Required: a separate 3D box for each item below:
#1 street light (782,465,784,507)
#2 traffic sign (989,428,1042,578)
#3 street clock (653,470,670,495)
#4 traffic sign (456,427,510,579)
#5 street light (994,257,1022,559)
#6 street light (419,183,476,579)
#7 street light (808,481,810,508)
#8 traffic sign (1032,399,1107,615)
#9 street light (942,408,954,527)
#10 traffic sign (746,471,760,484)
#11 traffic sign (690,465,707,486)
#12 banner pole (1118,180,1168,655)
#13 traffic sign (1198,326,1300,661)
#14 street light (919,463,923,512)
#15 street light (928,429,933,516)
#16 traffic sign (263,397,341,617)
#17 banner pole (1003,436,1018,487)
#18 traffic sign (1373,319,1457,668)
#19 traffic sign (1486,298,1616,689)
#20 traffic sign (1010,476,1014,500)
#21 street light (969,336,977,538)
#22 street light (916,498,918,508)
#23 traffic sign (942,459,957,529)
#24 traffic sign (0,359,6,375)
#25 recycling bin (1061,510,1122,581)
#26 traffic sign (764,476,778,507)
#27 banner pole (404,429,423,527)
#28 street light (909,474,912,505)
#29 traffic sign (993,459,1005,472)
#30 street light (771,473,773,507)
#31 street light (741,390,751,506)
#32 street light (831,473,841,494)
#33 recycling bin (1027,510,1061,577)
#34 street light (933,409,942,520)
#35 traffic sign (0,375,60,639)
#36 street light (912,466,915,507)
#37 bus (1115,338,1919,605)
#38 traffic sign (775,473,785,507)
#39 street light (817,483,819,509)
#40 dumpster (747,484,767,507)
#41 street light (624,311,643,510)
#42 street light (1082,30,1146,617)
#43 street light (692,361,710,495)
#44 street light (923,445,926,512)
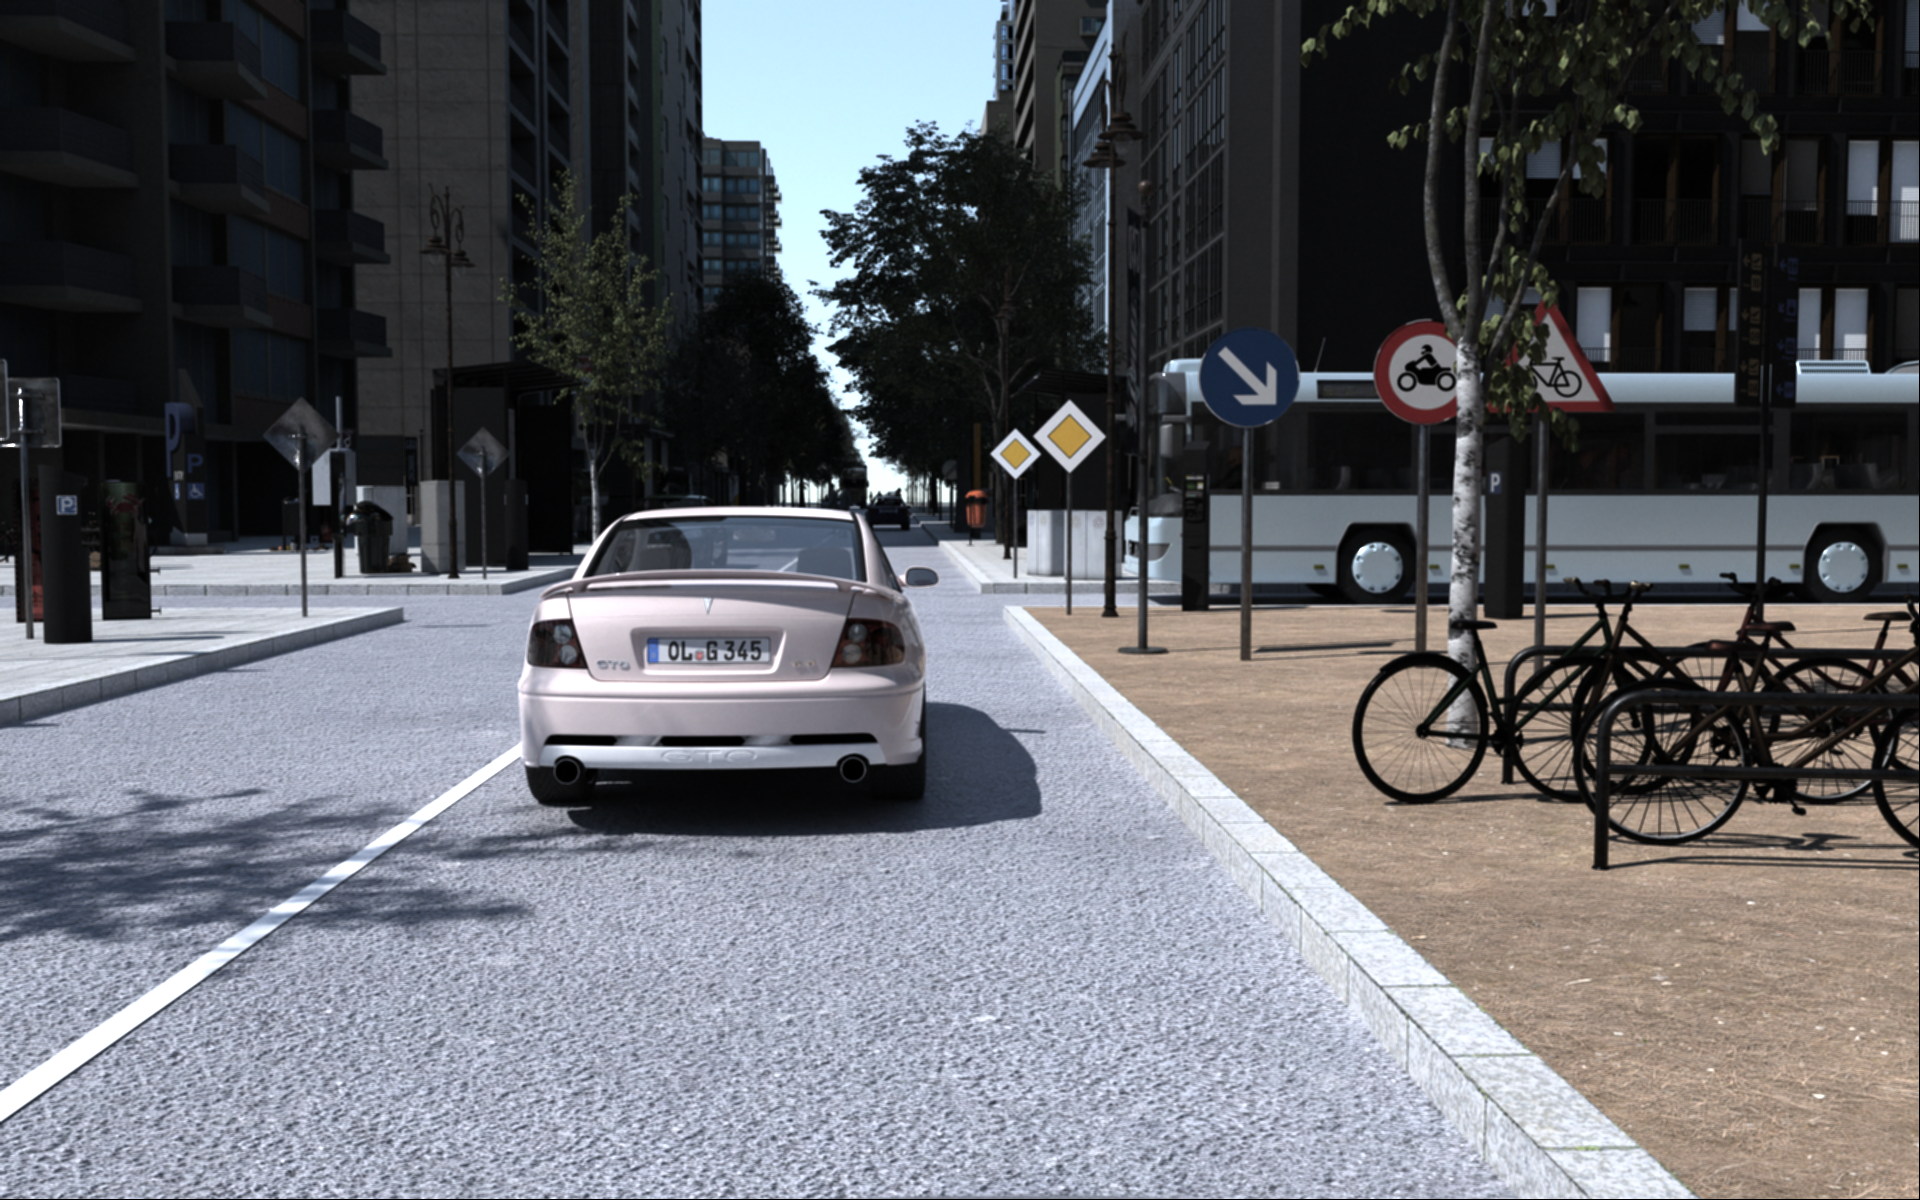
[{"bbox_3d":[-10.507,-7.943,102.653,0.468,5.910,1.993,0,4,-2],"label":"street light"},{"bbox_3d":[0.840,-1.385,26.289,0.795,2.450,0.064,0,4,-2],"label":"traffic sign"},{"bbox_3d":[-8.806,-2.849,51.152,0.471,2.002,0.358,0,4,-7],"label":"street clock"},{"bbox_3d":[-7.149,-1.367,25.998,0.795,2.450,0.064,0,4,-2],"label":"traffic sign"},{"bbox_3d":[0.936,-3.746,34.029,0.468,5.910,1.993,0,4,-2],"label":"street light"},{"bbox_3d":[-7.695,-3.264,26.147,0.468,5.910,1.993,0,4,-2],"label":"street light"},{"bbox_3d":[-11.873,-9.991,136.140,0.468,5.910,1.993,0,4,-2],"label":"street light"},{"bbox_3d":[1.152,-0.897,18.309,0.795,2.450,0.064,0,4,-2],"label":"traffic sign"},{"bbox_3d":[-0.333,-5.795,67.544,0.468,5.910,1.993,0,4,-2],"label":"street light"},{"bbox_3d":[-11.038,-5.650,92.476,0.768,2.556,0.104,0,4,2],"label":"traffic sign"},{"bbox_3d":[-11.484,-4.639,75.949,0.768,2.556,0.104,0,4,-1],"label":"traffic sign"},{"bbox_3d":[1.406,-1.449,13.704,0.401,3.779,0.863,1,4,19],"label":"banner pole"},{"bbox_3d":[2.205,-0.806,13.286,0.768,2.556,0.104,0,4,7],"label":"traffic sign"},{"bbox_3d":[-2.673,-9.419,126.793,0.468,5.910,1.993,0,4,-2],"label":"street light"},{"bbox_3d":[-1.540,-7.842,101.012,0.468,5.910,1.993,0,4,-2],"label":"street light"},{"bbox_3d":[-6.837,-0.879,18.019,0.795,2.450,0.064,0,4,-2],"label":"traffic sign"},{"bbox_3d":[2.090,-5.058,72.714,0.863,3.779,0.401,2,4,25],"label":"banner pole"},{"bbox_3d":[3.404,-0.772,12.722,0.768,2.556,0.104,0,4,4],"label":"traffic sign"},{"bbox_3d":[3.808,-0.693,11.328,0.884,2.594,0.081,0,4,6],"label":"traffic sign"},{"bbox_3d":[1.921,-3.993,65.398,0.768,2.556,0.104,0,4,4],"label":"traffic sign"},{"bbox_3d":[0.364,-4.771,50.798,0.468,5.910,1.993,0,4,-2],"label":"street light"},{"bbox_3d":[-3.290,-10.435,143.392,0.468,5.910,1.993,0,4,-2],"label":"street light"},{"bbox_3d":[-0.290,-3.880,63.540,0.768,2.556,0.104,0,4,3],"label":"traffic sign"},{"bbox_3d":[-7.538,-0.677,13.198,0.606,2.300,0.079,0,4,5],"label":"traffic sign"},{"bbox_3d":[2.008,-0.826,26.064,0.722,1.027,0.722,1,4,21],"label":"recycling bin"},{"bbox_3d":[-10.577,-5.923,96.946,0.768,2.556,0.104,0,4,-1],"label":"traffic sign"},{"bbox_3d":[-20.980,-4.696,66.789,0.863,3.779,0.401,-1,4,-17],"label":"banner pole"},{"bbox_3d":[-4.725,-12.514,177.399,0.468,5.910,1.993,0,4,-2],"label":"street light"},{"bbox_3d":[1.381,-3.159,51.764,0.768,2.556,0.104,0,4,7],"label":"traffic sign"},{"bbox_3d":[-10.189,-7.403,93.819,0.468,5.910,1.993,0,4,-2],"label":"street light"},{"bbox_3d":[-9.578,-6.387,77.218,0.468,5.910,1.993,0,4,-2],"label":"street light"},{"bbox_3d":[-14.524,-14.053,202.547,0.468,5.910,1.993,0,4,-2],"label":"street light"},{"bbox_3d":[1.532,-0.903,27.325,0.722,1.027,0.722,-2,4,-28],"label":"recycling bin"},{"bbox_3d":[-0.956,-6.827,84.411,0.468,5.910,1.993,0,4,-2],"label":"street light"},{"bbox_3d":[-8.234,-0.804,15.272,0.606,2.300,0.079,0,4,-2],"label":"traffic sign"},{"bbox_3d":[-3.976,-11.453,160.044,0.468,5.910,1.993,0,4,-2],"label":"street light"},{"bbox_3d":[8.061,-1.728,23.109,13.247,3.499,2.948,0,4,-2],"label":"bus"},{"bbox_3d":[-10.263,-5.968,97.680,0.768,2.556,0.104,0,4,2],"label":"traffic sign"},{"bbox_3d":[-12.531,-11.006,152.737,0.468,5.910,1.993,0,4,-2],"label":"street light"},{"bbox_3d":[-11.869,-5.778,100.236,1.264,1.857,1.865,0,4,-2],"label":"dumpster"},{"bbox_3d":[-8.237,-4.334,43.651,0.468,5.910,1.993,0,4,-2],"label":"street light"},{"bbox_3d":[1.569,-2.761,17.925,0.468,5.910,1.993,0,4,-2],"label":"street light"},{"bbox_3d":[-9.008,-5.349,60.244,0.468,5.910,1.993,0,4,-2],"label":"street light"},{"bbox_3d":[-1.934,-8.357,109.420,0.468,5.910,1.993,0,4,-2],"label":"street light"}]
